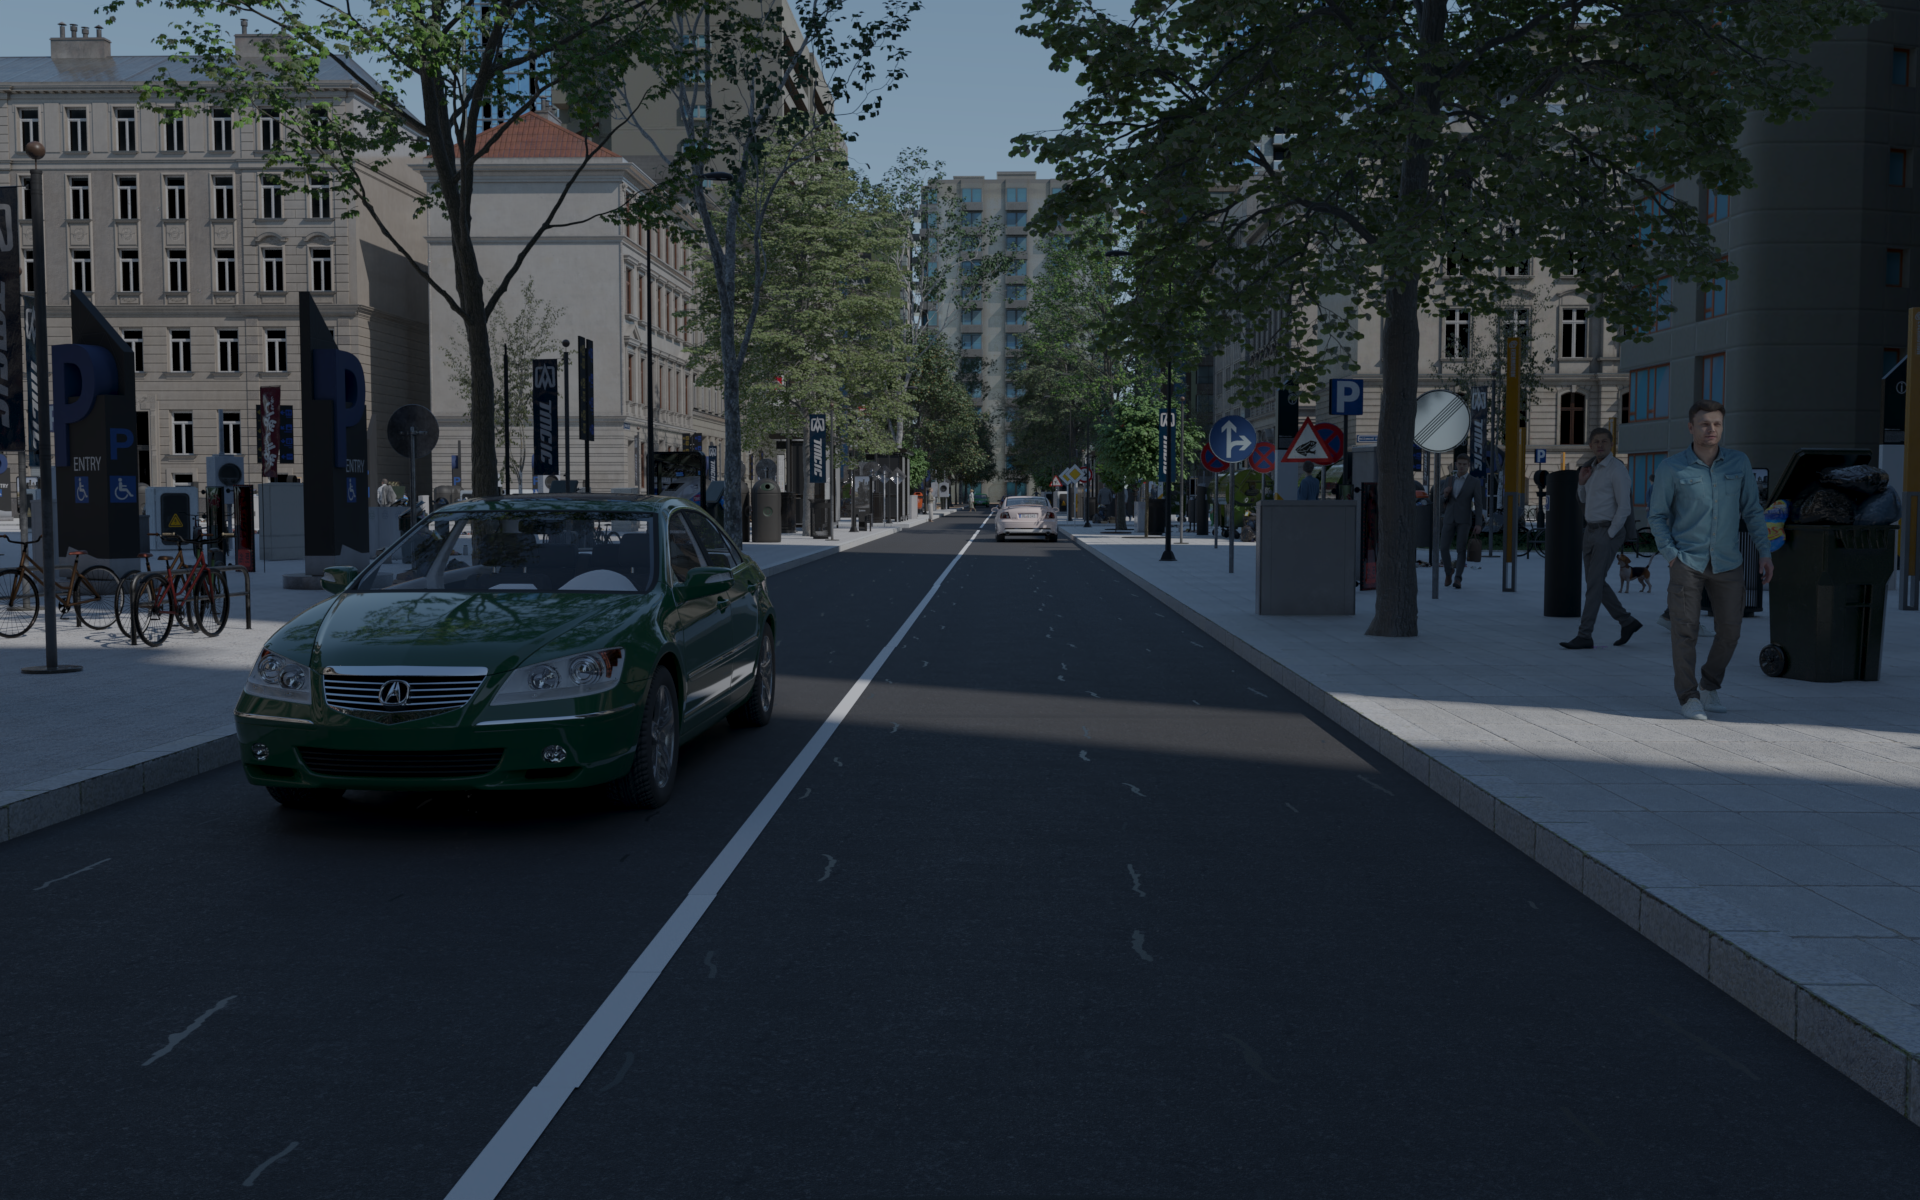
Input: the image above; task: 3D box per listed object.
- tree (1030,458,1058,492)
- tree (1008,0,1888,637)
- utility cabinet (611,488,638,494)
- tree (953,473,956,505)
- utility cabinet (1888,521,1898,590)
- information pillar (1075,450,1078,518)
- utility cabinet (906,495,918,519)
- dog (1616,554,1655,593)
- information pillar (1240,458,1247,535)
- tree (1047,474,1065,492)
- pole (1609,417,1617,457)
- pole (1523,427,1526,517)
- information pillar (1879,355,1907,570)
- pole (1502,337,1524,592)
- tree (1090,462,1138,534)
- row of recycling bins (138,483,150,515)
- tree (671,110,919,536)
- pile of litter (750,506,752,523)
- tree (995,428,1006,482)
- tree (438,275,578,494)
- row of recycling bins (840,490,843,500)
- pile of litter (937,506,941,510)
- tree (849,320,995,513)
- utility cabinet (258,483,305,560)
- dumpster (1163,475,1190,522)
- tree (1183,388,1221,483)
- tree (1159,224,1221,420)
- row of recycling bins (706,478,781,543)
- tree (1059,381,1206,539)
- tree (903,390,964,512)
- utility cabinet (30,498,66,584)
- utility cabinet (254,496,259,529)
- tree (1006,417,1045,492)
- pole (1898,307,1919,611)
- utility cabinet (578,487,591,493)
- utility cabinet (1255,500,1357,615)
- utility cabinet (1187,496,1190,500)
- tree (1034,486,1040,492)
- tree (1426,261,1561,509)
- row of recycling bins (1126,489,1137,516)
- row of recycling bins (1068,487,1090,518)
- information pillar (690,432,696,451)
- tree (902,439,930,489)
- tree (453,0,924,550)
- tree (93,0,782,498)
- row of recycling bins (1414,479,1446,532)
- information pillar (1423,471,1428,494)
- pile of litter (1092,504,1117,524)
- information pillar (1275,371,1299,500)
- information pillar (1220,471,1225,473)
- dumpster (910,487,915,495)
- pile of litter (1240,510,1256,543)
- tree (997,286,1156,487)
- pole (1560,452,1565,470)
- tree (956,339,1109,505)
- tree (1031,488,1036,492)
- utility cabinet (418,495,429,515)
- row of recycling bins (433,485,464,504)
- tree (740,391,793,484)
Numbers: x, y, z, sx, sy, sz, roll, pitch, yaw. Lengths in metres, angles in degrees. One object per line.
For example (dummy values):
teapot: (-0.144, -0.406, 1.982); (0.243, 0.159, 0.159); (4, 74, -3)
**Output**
tree: (7.218, -9.641, 141.352); (4.285, 4.588, 4.351); (0, 3, 0)
tree: (4.372, -5.947, 15.357); (7.486, 12.596, 7.792); (0, 3, 0)
utility cabinet: (-11.483, -3.092, 59.236); (1.173, 1.500, 0.318); (3, 5, 44)
tree: (-0.505, -17.524, 196.888); (12.009, 13.543, 11.850); (0, 3, 0)
utility cabinet: (12.137, -0.753, 23.468); (0.306, 1.237, 1.020); (-2, 4, -32)
information pillar: (6.132, -6.099, 91.069); (0.183, 3.616, 0.504); (0, 4, 2)
utility cabinet: (-2.458, -4.721, 88.352); (0.306, 1.237, 1.020); (1, 4, 16)
dog: (8.774, -0.347, 22.503); (0.406, 0.507, 0.540); (2, 4, 29)
information pillar: (8.928, -3.854, 54.366); (0.183, 3.616, 0.504); (1, 4, 20)
tree: (7.545, -8.711, 137.032); (1.663, 3.219, 1.824); (0, 3, 0)
pole: (17.313, -3.192, 46.037); (0.158, 3.312, 0.155); (0, 3, 0)
pole: (17.215, -3.624, 53.095); (0.158, 3.312, 0.155); (0, 3, 0)
information pillar: (15.713, -2.312, 29.148); (0.504, 3.616, 0.183); (-1, 4, -11)
pole: (7.219, -1.762, 22.659); (0.158, 3.312, 0.155); (0, 3, 0)
tree: (5.202, -3.769, 56.219); (1.663, 3.219, 1.824); (0, 3, 0)
row of recycling bins: (-31.478, -3.453, 63.564); (3.534, 1.692, 1.069); (-1, 4, -8)
tree: (-5.005, -8.200, 52.204); (7.486, 12.596, 7.792); (0, 3, 0)
pile of litter: (-9.531, -3.901, 77.752); (1.176, 0.858, 1.719); (0, 4, 0)
tree: (-1.053, -15.561, 171.426); (9.611, 12.733, 9.660); (0, 3, 0)
tree: (-14.866, -6.549, 57.441); (4.360, 8.622, 3.978); (0, 3, 0)
row of recycling bins: (-8.043, -7.809, 134.781); (1.069, 1.692, 3.534); (3, 4, 38)
pile of litter: (-2.247, -7.911, 143.309); (1.719, 0.858, 1.176); (0, 4, 5)
tree: (-2.726, -12.082, 114.554); (9.611, 12.733, 9.660); (0, 3, 0)
utility cabinet: (-13.127, -1.531, 33.710); (0.318, 1.500, 1.173); (1, 4, 19)
dumpster: (9.694, -4.704, 79.411); (1.502, 2.255, 1.985); (0, 4, 2)
tree: (16.335, -10.379, 120.051); (4.360, 8.622, 3.978); (0, 3, 0)
tree: (5.589, -8.293, 61.345); (9.928, 11.665, 9.643); (0, 3, 0)
row of recycling bins: (-6.476, -2.388, 46.158); (3.534, 1.692, 1.069); (1, 4, 9)
tree: (5.453, -4.072, 50.292); (4.285, 4.588, 4.351); (0, 3, 0)
tree: (-2.821, -11.755, 126.601); (7.601, 10.594, 8.767); (0, 4, 2)
utility cabinet: (-13.102, -0.864, 25.285); (0.306, 1.237, 1.020); (0, 4, 7)
utility cabinet: (-26.389, -3.244, 64.197); (0.306, 1.237, 1.020); (2, 4, 23)
tree: (8.978, -16.378, 184.793); (9.611, 12.733, 9.660); (0, 3, 0)
pole: (10.481, -1.541, 19.038); (0.158, 3.312, 0.155); (0, 3, 0)
utility cabinet: (-12.076, -2.860, 55.443); (0.318, 1.500, 1.173); (-2, 4, -23)
utility cabinet: (3.683, -0.447, 18.462); (1.020, 1.237, 0.306); (0, 4, 0)
utility cabinet: (17.736, -7.442, 132.842); (1.020, 1.237, 0.306); (-3, 4, -37)
tree: (9.312, -14.948, 194.768); (4.737, 8.622, 4.395); (0, 3, 0)
tree: (17.213, -6.421, 55.346); (4.360, 8.622, 3.978); (0, 3, 0)
row of recycling bins: (8.713, -5.833, 102.476); (3.534, 1.692, 1.069); (0, 4, 3)
row of recycling bins: (6.863, -5.368, 94.871); (1.069, 1.692, 3.534); (2, 4, 30)
information pillar: (-10.138, -4.514, 65.159); (0.504, 3.616, 0.183); (-2, 4, -28)
tree: (-3.411, -7.362, 104.082); (4.285, 4.588, 4.351); (0, 3, 0)
tree: (-6.326, -11.132, 37.905); (12.611, 20.169, 13.585); (0, 3, 0)
tree: (-4.964, -5.603, 17.371); (9.928, 11.665, 9.643); (0, 3, 0)
row of recycling bins: (12.407, -2.580, 49.300); (3.534, 1.692, 1.069); (1, 4, 16)
information pillar: (21.188, -5.349, 78.818); (0.183, 3.616, 0.504); (0, 4, -6)
pile of litter: (6.425, -3.752, 75.316); (1.719, 0.858, 1.176); (-3, 5, -39)
information pillar: (6.161, -2.524, 32.614); (0.504, 3.616, 0.183); (-2, 4, -25)
information pillar: (19.699, -8.509, 130.477); (0.504, 3.616, 0.183); (2, 4, 24)
dumpster: (-3.580, -8.151, 135.766); (1.502, 2.255, 1.985); (0, 4, 1)
pile of litter: (8.060, -1.994, 46.566); (1.176, 0.858, 1.719); (2, 4, 25)
tree: (7.175, -12.155, 105.394); (9.857, 13.997, 8.962); (0, 3, 0)
pole: (29.432, -5.553, 84.640); (0.158, 3.312, 0.155); (0, 3, 0)
tree: (7.285, -13.230, 126.674); (12.009, 13.543, 11.850); (0, 3, 0)
tree: (10.021, -15.961, 211.322); (4.360, 8.622, 3.978); (0, 3, 0)
utility cabinet: (-24.823, -4.219, 80.147); (0.306, 1.237, 1.020); (-2, 4, -27)
row of recycling bins: (-24.329, -4.623, 82.691); (1.069, 1.692, 3.534); (0, 4, -4)
tree: (-11.939, -9.567, 106.789); (4.360, 8.622, 3.978); (0, 3, 0)
